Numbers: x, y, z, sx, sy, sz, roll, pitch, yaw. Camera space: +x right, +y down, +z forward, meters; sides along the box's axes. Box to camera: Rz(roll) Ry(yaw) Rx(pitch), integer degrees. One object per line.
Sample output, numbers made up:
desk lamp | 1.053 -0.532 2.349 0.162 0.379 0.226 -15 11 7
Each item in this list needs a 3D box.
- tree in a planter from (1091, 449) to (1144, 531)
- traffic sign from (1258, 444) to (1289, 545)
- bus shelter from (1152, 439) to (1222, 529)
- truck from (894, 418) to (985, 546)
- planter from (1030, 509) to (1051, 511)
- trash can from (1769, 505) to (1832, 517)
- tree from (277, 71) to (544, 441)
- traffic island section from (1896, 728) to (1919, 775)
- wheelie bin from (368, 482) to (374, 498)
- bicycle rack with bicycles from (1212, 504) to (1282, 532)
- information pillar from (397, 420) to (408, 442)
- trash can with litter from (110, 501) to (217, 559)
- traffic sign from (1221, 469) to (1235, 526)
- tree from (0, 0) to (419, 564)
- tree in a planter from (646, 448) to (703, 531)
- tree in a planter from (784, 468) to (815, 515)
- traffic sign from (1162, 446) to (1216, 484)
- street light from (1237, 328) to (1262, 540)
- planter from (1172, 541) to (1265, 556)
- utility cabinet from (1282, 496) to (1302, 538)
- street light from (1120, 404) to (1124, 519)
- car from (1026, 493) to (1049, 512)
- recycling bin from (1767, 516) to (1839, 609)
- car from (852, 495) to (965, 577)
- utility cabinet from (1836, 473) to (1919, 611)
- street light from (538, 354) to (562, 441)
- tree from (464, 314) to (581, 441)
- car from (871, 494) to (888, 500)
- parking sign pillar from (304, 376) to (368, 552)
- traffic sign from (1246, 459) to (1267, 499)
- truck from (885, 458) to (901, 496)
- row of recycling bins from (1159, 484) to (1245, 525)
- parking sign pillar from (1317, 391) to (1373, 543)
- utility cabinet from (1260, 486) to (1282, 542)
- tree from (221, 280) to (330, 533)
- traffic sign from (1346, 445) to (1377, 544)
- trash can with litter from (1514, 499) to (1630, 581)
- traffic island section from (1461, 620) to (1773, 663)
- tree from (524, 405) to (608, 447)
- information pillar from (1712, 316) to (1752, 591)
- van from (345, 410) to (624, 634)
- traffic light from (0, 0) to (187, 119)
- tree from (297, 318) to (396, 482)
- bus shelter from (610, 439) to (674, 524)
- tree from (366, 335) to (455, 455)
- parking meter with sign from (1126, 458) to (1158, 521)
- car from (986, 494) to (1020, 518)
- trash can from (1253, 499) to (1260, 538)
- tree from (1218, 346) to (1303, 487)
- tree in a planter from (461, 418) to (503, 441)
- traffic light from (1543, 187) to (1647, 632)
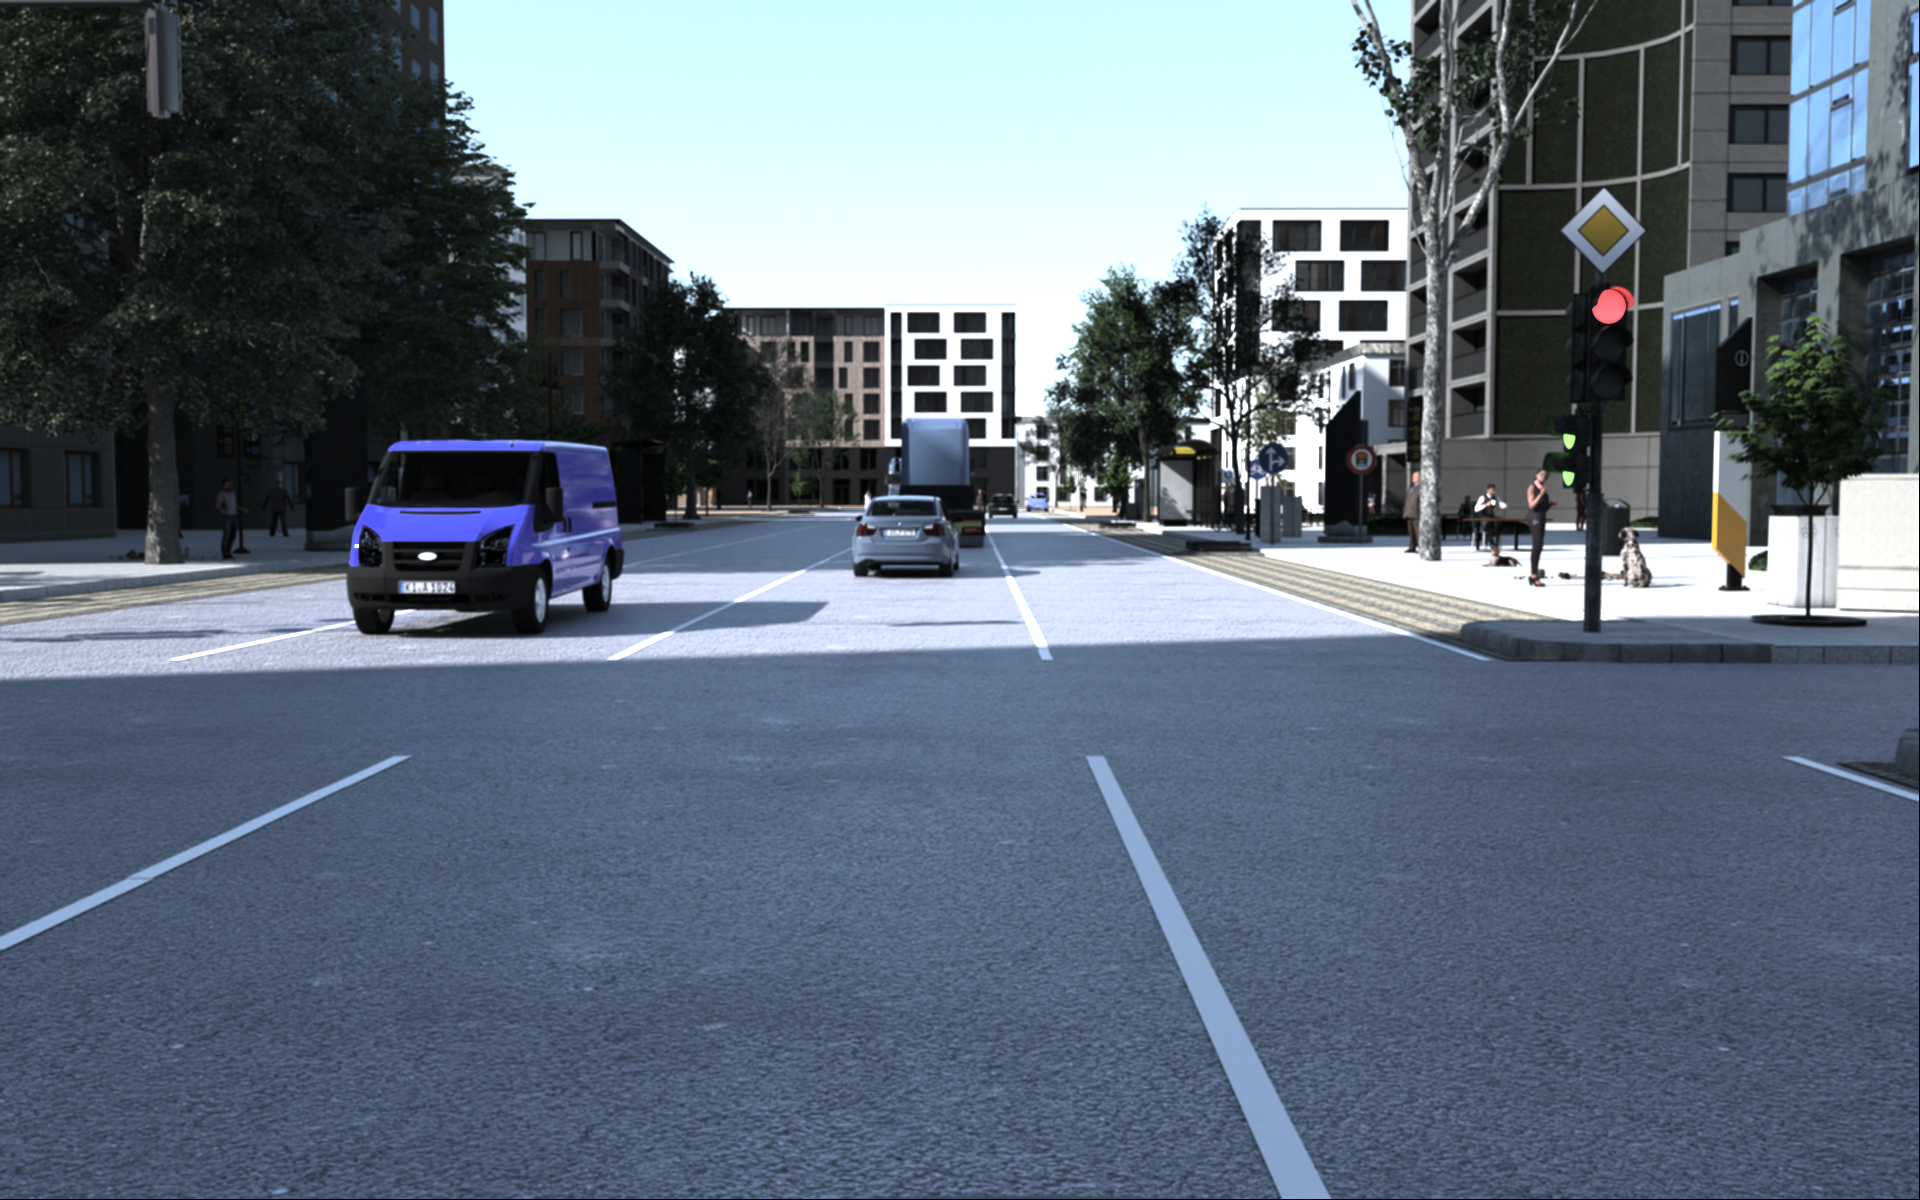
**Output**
tree in a planter | 6.179 -4.344 68.253 1.991 3.239 1.994 0 4 0
traffic sign | 7.906 -2.671 43.773 0.768 2.556 0.104 0 4 4
bus shelter | 8.659 -4.444 66.579 2.014 3.302 5.546 0 4 0
truck | -0.744 -4.013 55.367 2.967 4.110 18.799 0 4 -1
planter | 6.593 -7.598 145.371 1.991 0.319 1.994 0 4 0
trash can | 11.203 -0.702 23.123 0.748 1.137 0.748 0 3 0
tree | -14.995 -7.899 47.275 7.486 12.596 7.792 0 3 0
traffic island section | 5.864 0.865 8.140 2.009 0.180 2.903 0 4 0
wheelie bin | -15.204 -2.224 44.272 0.980 1.594 0.693 1 4 8
bicycle rack with bicycles | 9.872 -2.805 59.250 2.925 0.926 2.852 -2 4 -26
information pillar | -17.408 -3.841 54.148 0.183 3.616 0.504 1 4 10
trash can with litter | -16.148 -1.446 34.699 2.233 1.210 1.678 2 4 33
traffic sign | 10.699 -4.092 69.037 0.606 2.300 0.079 0 4 2
tree | -14.764 -7.633 31.449 9.857 13.997 8.962 0 3 0
tree in a planter | -11.187 -4.331 68.039 1.991 3.239 1.994 0 4 0
tree in a planter | -10.927 -7.383 117.932 1.991 3.239 1.994 0 4 0
traffic sign | 9.667 -4.859 73.320 2.265 3.308 0.079 0 4 6
street light | 8.046 -4.613 48.214 0.468 5.910 1.993 0 4 0
planter | 6.030 -1.201 40.783 1.991 0.319 1.994 0 4 0
utility cabinet | 9.898 -2.474 51.613 0.306 1.237 1.020 0 4 -8
street light | 8.343 -7.121 89.223 0.468 5.910 1.993 0 4 0
car | 6.277 -7.988 140.199 1.945 1.707 3.694 0 4 0
recycling bin | 9.701 -0.439 19.735 0.722 1.027 0.722 0 4 4
car | -0.936 -1.186 31.398 2.014 1.417 4.499 0 4 2
utility cabinet | 10.216 -0.621 18.834 1.173 1.500 0.318 2 4 31
street light | -13.576 -5.180 57.485 0.468 5.910 1.993 0 4 0
tree | -17.817 -7.418 71.642 4.737 8.622 4.395 0 3 0
car | -7.431 -9.336 162.435 2.009 1.686 4.222 0 4 1
parking sign pillar | -14.138 -3.106 39.250 1.447 3.967 1.447 -3 5 -42
traffic sign | 10.695 -3.810 62.395 0.768 2.556 0.104 0 4 8
truck | -3.929 -8.904 135.345 2.967 4.110 18.799 0 4 1
row of recycling bins | 10.010 -3.953 71.745 3.534 1.692 1.069 1 4 10
parking sign pillar | 10.240 -3.514 45.929 1.447 3.967 1.447 -2 4 -26
utility cabinet | 8.241 -2.277 45.901 0.318 1.500 1.173 0 4 -3
tree | -22.583 -6.548 57.419 4.360 8.622 3.978 0 3 0
traffic sign | 10.357 -2.730 44.733 0.768 2.556 0.104 0 4 8
trash can with litter | 9.480 -0.935 26.351 2.233 1.210 1.678 0 3 0
traffic island section | 5.906 0.377 16.125 2.009 0.180 2.903 0 4 0
tree | -14.647 -4.932 64.350 4.285 4.588 4.351 0 3 0
information pillar | 10.201 -1.928 22.873 0.504 3.616 0.183 -1 4 -15
van | -5.232 -0.925 19.514 2.240 2.365 5.245 0 4 0
traffic light | -9.663 -2.535 16.113 4.771 5.953 1.251 0 4 0
tree | -22.748 -6.952 64.034 4.737 8.622 4.395 0 3 0
bus shelter | -14.046 -5.225 76.708 1.731 3.624 6.357 0 3 0
tree | -22.274 -7.285 69.466 4.360 8.622 3.978 0 3 0
parking meter with sign | 8.805 -5.371 84.077 1.738 3.016 0.543 -3 5 -41
car | 2.573 -5.757 103.918 2.009 1.686 4.222 0 4 1
trash can | 8.980 -2.399 50.884 0.748 1.137 0.748 0 3 0
tree | 14.944 -8.223 84.805 4.737 8.622 4.395 0 3 0
tree in a planter | -11.338 -2.664 40.784 1.991 3.239 1.994 0 4 0
traffic light | 5.866 -1.657 16.011 0.839 4.253 0.868 0 4 0
